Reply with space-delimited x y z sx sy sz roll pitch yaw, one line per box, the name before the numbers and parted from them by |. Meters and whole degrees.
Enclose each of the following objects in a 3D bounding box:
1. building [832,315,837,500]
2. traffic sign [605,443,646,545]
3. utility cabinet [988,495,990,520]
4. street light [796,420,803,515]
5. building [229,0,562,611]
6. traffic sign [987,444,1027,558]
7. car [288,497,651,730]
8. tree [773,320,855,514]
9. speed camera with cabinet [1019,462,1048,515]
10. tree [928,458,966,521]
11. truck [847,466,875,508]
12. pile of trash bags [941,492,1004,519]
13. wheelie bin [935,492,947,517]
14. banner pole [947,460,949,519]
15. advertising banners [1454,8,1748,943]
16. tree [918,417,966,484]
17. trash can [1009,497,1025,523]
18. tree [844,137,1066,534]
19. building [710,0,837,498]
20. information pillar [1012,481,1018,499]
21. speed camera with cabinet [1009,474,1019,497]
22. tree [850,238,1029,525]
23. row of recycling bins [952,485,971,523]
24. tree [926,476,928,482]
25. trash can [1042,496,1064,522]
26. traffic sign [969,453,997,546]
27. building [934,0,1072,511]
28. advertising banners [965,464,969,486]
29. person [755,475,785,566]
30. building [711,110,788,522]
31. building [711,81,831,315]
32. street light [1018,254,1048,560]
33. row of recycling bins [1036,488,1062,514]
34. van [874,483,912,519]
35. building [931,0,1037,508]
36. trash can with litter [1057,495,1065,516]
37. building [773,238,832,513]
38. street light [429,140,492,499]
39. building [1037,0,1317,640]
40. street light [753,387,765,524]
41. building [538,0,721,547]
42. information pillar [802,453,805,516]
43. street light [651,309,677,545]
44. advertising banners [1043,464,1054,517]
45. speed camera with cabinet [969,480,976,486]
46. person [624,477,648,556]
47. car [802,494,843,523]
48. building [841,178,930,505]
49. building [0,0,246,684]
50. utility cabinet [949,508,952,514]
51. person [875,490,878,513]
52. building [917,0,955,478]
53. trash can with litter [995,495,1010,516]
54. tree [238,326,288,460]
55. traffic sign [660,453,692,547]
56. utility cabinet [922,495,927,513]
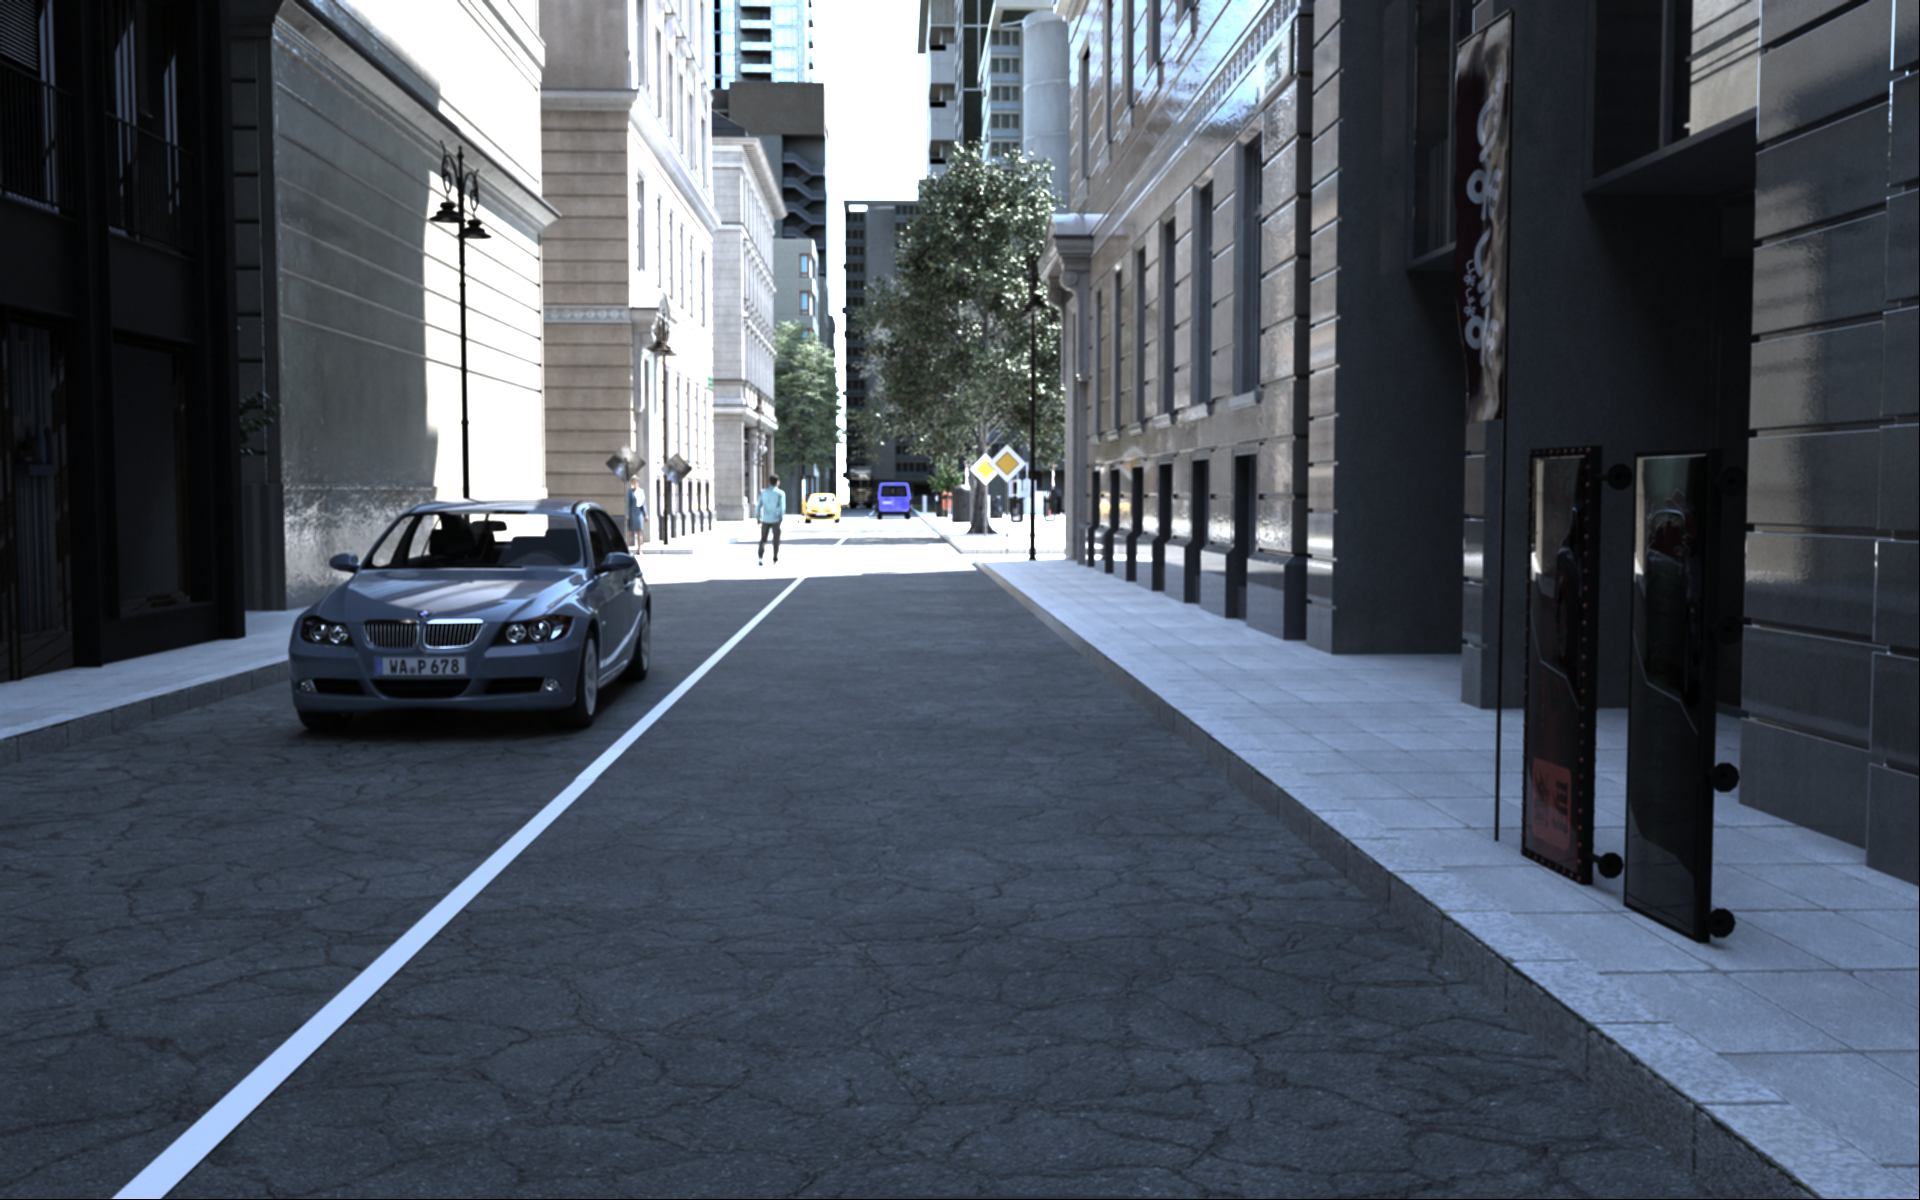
building | -25.809 -19.333 161.128 27.650 21.520 28.899 0 4 -2
traffic sign | -6.603 -1.871 34.233 0.795 2.450 0.064 0 4 -2
utility cabinet | 1.057 -4.586 86.150 0.306 1.237 1.020 3 5 40
street light | -9.889 -8.174 106.438 0.468 5.910 1.993 0 4 -2
building | -21.913 -11.727 25.025 30.059 22.955 16.112 0 4 -2
traffic sign | 0.937 -1.888 34.506 0.795 2.450 0.064 0 4 -2
car | -3.216 -0.005 12.090 2.014 1.417 4.499 0 4 -3
tree | -10.545 -11.927 113.126 7.486 12.596 7.792 0 3 0
speed camera with cabinet | 4.718 -6.886 106.923 0.660 3.252 2.038 -3 4 -37
tree | -0.566 -5.374 82.466 1.663 3.219 1.824 0 3 0
truck | -10.100 -11.501 176.946 2.839 4.237 11.283 0 4 -3
pile of trash bags | 0.666 -4.928 90.328 3.447 1.369 1.912 1 4 17
wheelie bin | -0.931 -5.440 96.846 0.693 1.594 0.980 3 5 43
banner pole | -0.609 -5.984 87.854 0.401 3.779 0.863 0 4 -1
advertising banners | 2.036 -0.588 5.798 0.090 3.025 2.074 0 4 -5
tree | -1.214 -10.286 118.540 4.360 8.622 3.978 0 3 0
trash can | 2.515 -3.966 76.490 0.748 1.137 0.748 0 3 0
tree | 0.803 -8.487 55.763 9.611 12.733 9.660 0 3 0
building | -30.676 -54.860 209.634 31.000 86.520 22.319 0 4 -2
information pillar | 3.149 -5.826 99.746 0.304 2.012 0.304 -1 4 -8
speed camera with cabinet | 3.818 -7.085 110.173 0.660 3.252 2.038 2 4 30
tree | 0.422 -9.823 70.984 12.009 13.543 11.850 0 3 0
row of recycling bins | 0.413 -4.388 78.860 1.069 1.692 3.534 1 4 17
tree | -1.084 -6.081 94.031 1.663 3.219 1.824 0 3 0
trash can | 4.151 -4.178 79.963 0.748 1.137 0.748 0 3 0
traffic sign | 0.625 -2.376 42.485 0.795 2.450 0.064 0 4 -2
building | 14.290 -26.980 132.996 32.217 40.220 23.993 0 4 -2
advertising banners | 0.731 -6.366 100.270 0.090 3.025 2.074 2 4 27
person | -3.825 -1.604 34.739 0.660 1.820 0.620 1 4 14
building | -14.522 -14.094 81.351 10.553 20.767 40.483 0 4 -2
building | -21.210 -32.729 185.224 14.200 45.320 14.600 0 4 -2
street light | 1.412 -3.718 33.581 0.468 5.910 1.993 0 4 -2
row of recycling bins | 5.469 -6.622 115.382 1.069 1.692 3.534 -3 5 -41
van | -3.813 -5.808 99.340 2.240 2.365 5.245 0 4 -3
building | 7.923 -43.812 154.579 20.563 71.187 20.611 0 4 -2
trash can with litter | 6.630 -5.573 102.184 2.233 1.210 1.678 -1 4 -16
building | -24.315 -17.510 131.332 27.650 21.520 28.899 0 4 -2
street light | -6.630 -3.080 23.151 0.468 5.910 1.993 0 4 -2
building | 8.673 -14.578 24.258 13.634 28.700 20.117 0 4 -2
street light | -8.665 -6.239 74.789 0.468 5.910 1.993 0 4 -2
building | -14.509 -16.204 50.843 13.634 28.700 20.117 0 4 -2
information pillar | -9.032 -6.637 99.862 0.183 3.616 0.504 0 4 4
street light | -7.393 -4.317 43.377 0.468 5.910 1.993 0 4 -2
advertising banners | 5.003 -6.173 97.112 0.090 3.025 2.074 1 4 21
speed camera with cabinet | 1.043 -7.112 110.621 0.660 3.252 2.038 1 4 10
person | -7.412 -1.895 39.514 0.581 1.822 0.654 -2 4 -31
car | -6.821 -4.631 85.938 2.015 1.641 3.980 0 4 -3
building | -2.606 -32.050 215.890 23.993 40.220 32.217 0 4 -2
building | -12.243 -10.827 6.692 12.332 23.373 15.834 0 4 -2
utility cabinet | -0.959 -6.014 109.492 1.020 1.237 0.306 2 4 33
person | -6.361 -7.635 134.135 0.742 1.727 0.445 3 5 43
building | 10.087 -36.086 179.252 28.713 52.752 27.495 0 4 -2
trash can with litter | 2.549 -5.719 104.562 1.678 1.210 2.233 2 4 27
tree | -7.704 -1.360 16.834 1.663 3.219 1.824 0 3 0
traffic sign | -6.914 -2.359 42.212 0.795 2.450 0.064 0 4 -2
utility cabinet | -2.391 -6.469 116.933 0.306 1.237 1.020 0 4 -4
